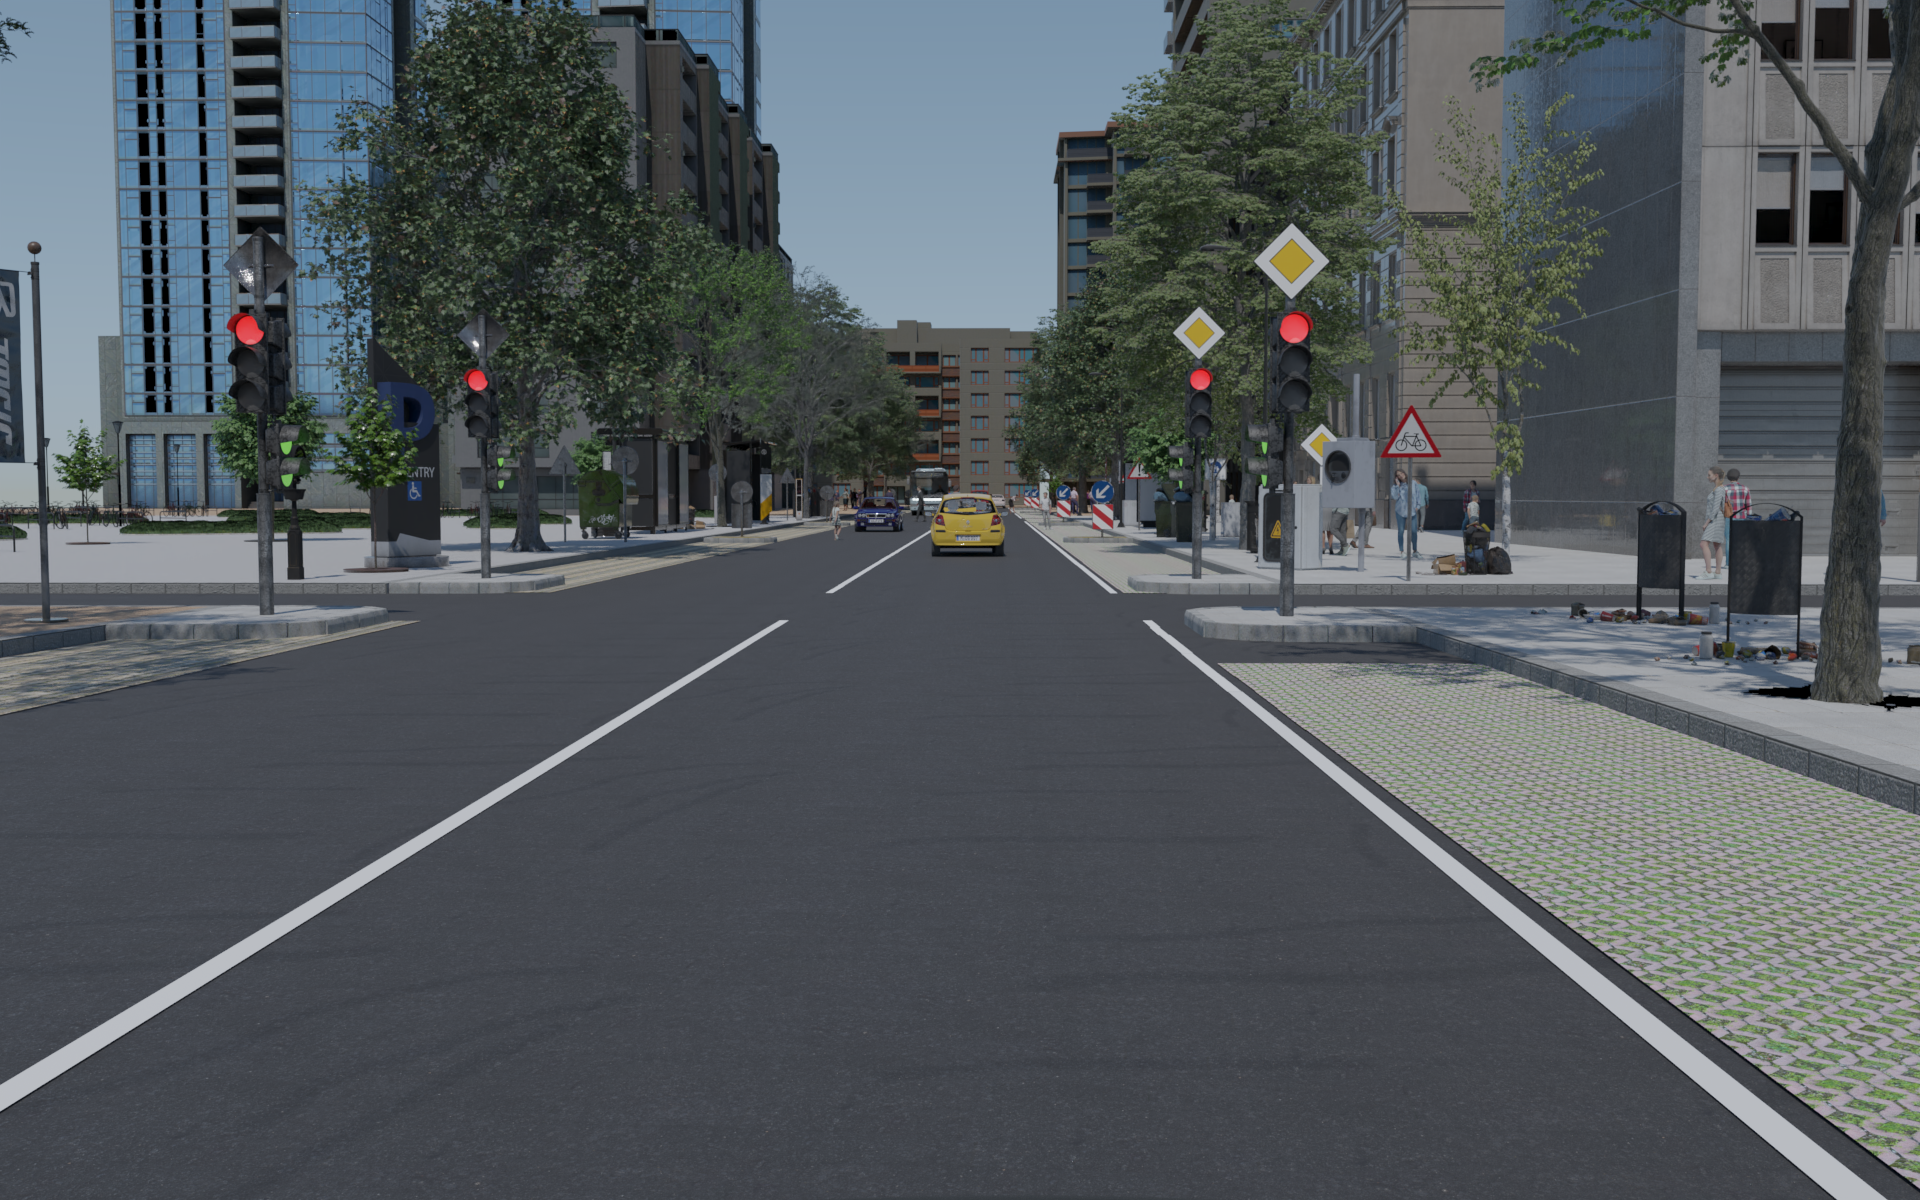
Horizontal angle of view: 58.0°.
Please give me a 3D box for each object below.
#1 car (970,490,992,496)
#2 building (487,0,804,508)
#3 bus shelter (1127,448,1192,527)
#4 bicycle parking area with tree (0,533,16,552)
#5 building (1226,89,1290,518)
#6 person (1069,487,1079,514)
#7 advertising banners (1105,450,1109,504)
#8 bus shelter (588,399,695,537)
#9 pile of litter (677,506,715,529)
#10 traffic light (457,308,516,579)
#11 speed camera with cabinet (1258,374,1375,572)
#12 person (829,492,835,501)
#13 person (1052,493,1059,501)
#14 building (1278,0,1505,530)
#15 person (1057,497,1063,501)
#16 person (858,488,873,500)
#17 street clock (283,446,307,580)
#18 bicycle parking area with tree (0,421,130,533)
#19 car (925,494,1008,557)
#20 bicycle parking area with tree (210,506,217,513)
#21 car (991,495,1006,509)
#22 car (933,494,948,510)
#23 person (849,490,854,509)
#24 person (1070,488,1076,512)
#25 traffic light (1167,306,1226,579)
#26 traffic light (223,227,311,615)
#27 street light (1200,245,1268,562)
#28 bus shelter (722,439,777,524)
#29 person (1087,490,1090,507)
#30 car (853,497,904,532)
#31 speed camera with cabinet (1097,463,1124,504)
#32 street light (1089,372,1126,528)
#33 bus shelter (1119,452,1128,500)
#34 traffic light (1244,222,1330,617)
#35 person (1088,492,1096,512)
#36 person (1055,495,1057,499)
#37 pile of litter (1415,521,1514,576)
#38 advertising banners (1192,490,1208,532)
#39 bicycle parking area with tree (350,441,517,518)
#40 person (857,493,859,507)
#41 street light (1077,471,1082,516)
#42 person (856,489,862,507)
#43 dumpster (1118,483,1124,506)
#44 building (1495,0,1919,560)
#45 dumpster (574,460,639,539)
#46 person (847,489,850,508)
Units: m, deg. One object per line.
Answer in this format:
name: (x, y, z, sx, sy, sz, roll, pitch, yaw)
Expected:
car: (1.754, -8.998, 155.785, 2.281, 1.827, 5.304, 0, 4, 0)
building: (-30.508, -51.657, 157.270, 31.000, 86.520, 22.319, 0, 4, 1)
bus shelter: (7.525, -4.284, 63.960, 2.014, 3.302, 5.546, 0, 4, 1)
bicycle parking area with tree: (-25.437, -3.056, 36.973, 8.231, 4.147, 9.016, -3, 5, -44)
building: (21.617, -16.113, 93.120, 12.332, 23.373, 15.834, 0, 4, 1)
person: (7.225, -6.240, 109.013, 0.436, 1.711, 0.756, -3, 4, -36)
advertising banners: (5.862, -4.465, 69.196, 0.090, 3.025, 2.074, 0, 4, 8)
bus shelter: (-10.443, -4.814, 56.344, 2.179, 5.291, 8.768, 0, 4, 1)
pile of litter: (-9.832, -3.033, 63.548, 1.719, 0.858, 1.176, 0, 4, -7)
traffic light: (-7.199, -2.284, 26.257, 0.839, 4.253, 0.868, 0, 4, 1)
speed camera with cabinet: (5.951, -2.121, 29.013, 0.660, 3.252, 2.038, -3, 5, -39)
person: (-8.769, -6.705, 116.119, 0.683, 1.767, 0.568, -3, 4, -37)
person: (8.645, -8.863, 151.041, 1.348, 1.812, 0.705, 2, 4, 24)
building: (21.447, -16.838, 72.568, 12.463, 27.353, 25.104, 0, 4, 1)
person: (7.158, -7.050, 121.174, 0.709, 1.838, 0.599, 1, 4, 20)
person: (-7.682, -8.261, 141.124, 1.348, 1.822, 0.705, 1, 4, 9)
street clock: (-9.953, -1.304, 25.898, 0.358, 2.002, 0.471, 0, 4, 1)
bicycle parking area with tree: (-34.666, -4.842, 66.171, 8.231, 4.147, 9.016, -3, 5, -43)
car: (0.162, -1.892, 41.153, 2.015, 1.641, 3.980, 0, 4, -1)
bicycle parking area with tree: (-46.592, -6.752, 97.396, 8.231, 4.147, 9.016, -2, 4, -33)
car: (3.629, -9.830, 173.084, 2.083, 1.381, 4.827, 0, 4, 1)
car: (0.054, -2.984, 59.012, 2.015, 1.641, 3.980, 0, 4, 2)
person: (-9.634, -8.924, 153.419, 0.415, 1.643, 0.593, -1, 4, -12)
person: (7.937, -7.107, 123.047, 0.742, 1.727, 0.445, -2, 4, -35)
traffic light: (3.561, -2.273, 26.079, 0.839, 4.253, 0.868, 0, 4, 1)
traffic light: (-7.343, -1.795, 18.273, 0.839, 4.253, 0.868, 0, 4, 1)
street light: (5.167, -3.661, 32.399, 1.470, 5.913, 1.316, 0, 4, 1)
bus shelter: (-9.430, -5.283, 77.655, 1.731, 3.624, 6.357, 0, 4, 1)
person: (12.993, -10.320, 175.457, 1.217, 1.739, 0.721, 0, 4, -6)
car: (-3.110, -3.314, 66.766, 1.945, 1.354, 3.894, 0, 4, 1)
speed camera with cabinet: (8.264, -6.170, 95.211, 0.660, 3.252, 2.038, -2, 4, -25)
street light: (5.634, -5.731, 66.239, 1.470, 5.913, 1.316, 0, 4, 1)
bus shelter: (7.852, -4.821, 72.740, 2.014, 3.302, 5.546, 0, 4, 1)
traffic light: (3.417, -1.784, 18.095, 0.839, 4.253, 0.868, 0, 4, 1)
person: (9.640, -7.238, 125.329, 0.436, 1.711, 0.756, -2, 4, -26)
person: (8.105, -8.006, 136.926, 1.348, 1.826, 0.705, 2, 4, 29)
pile of litter: (8.094, -0.843, 27.743, 1.719, 0.858, 1.176, 0, 4, -3)
advertising banners: (8.090, -3.869, 59.440, 0.090, 3.025, 2.074, -1, 4, -14)
bicycle parking area with tree: (-27.317, -6.304, 90.067, 8.231, 4.147, 9.016, -1, 4, -21)
person: (-10.357, -10.134, 174.964, 0.421, 1.427, 0.697, -2, 4, -35)
street light: (6.457, -7.868, 101.186, 1.470, 5.913, 1.316, 0, 4, 1)
person: (-9.425, -9.468, 161.301, 0.568, 1.767, 0.683, 0, 4, -7)
dumpster: (9.092, -5.728, 99.407, 1.264, 1.857, 1.865, 0, 4, 1)
building: (23.995, -13.514, 38.980, 19.932, 24.808, 12.078, 0, 4, 1)
dumpster: (-10.170, -2.893, 49.801, 1.502, 2.255, 1.985, 0, 4, 1)
person: (-10.435, -9.473, 161.636, 0.721, 1.735, 1.217, 0, 4, 3)
